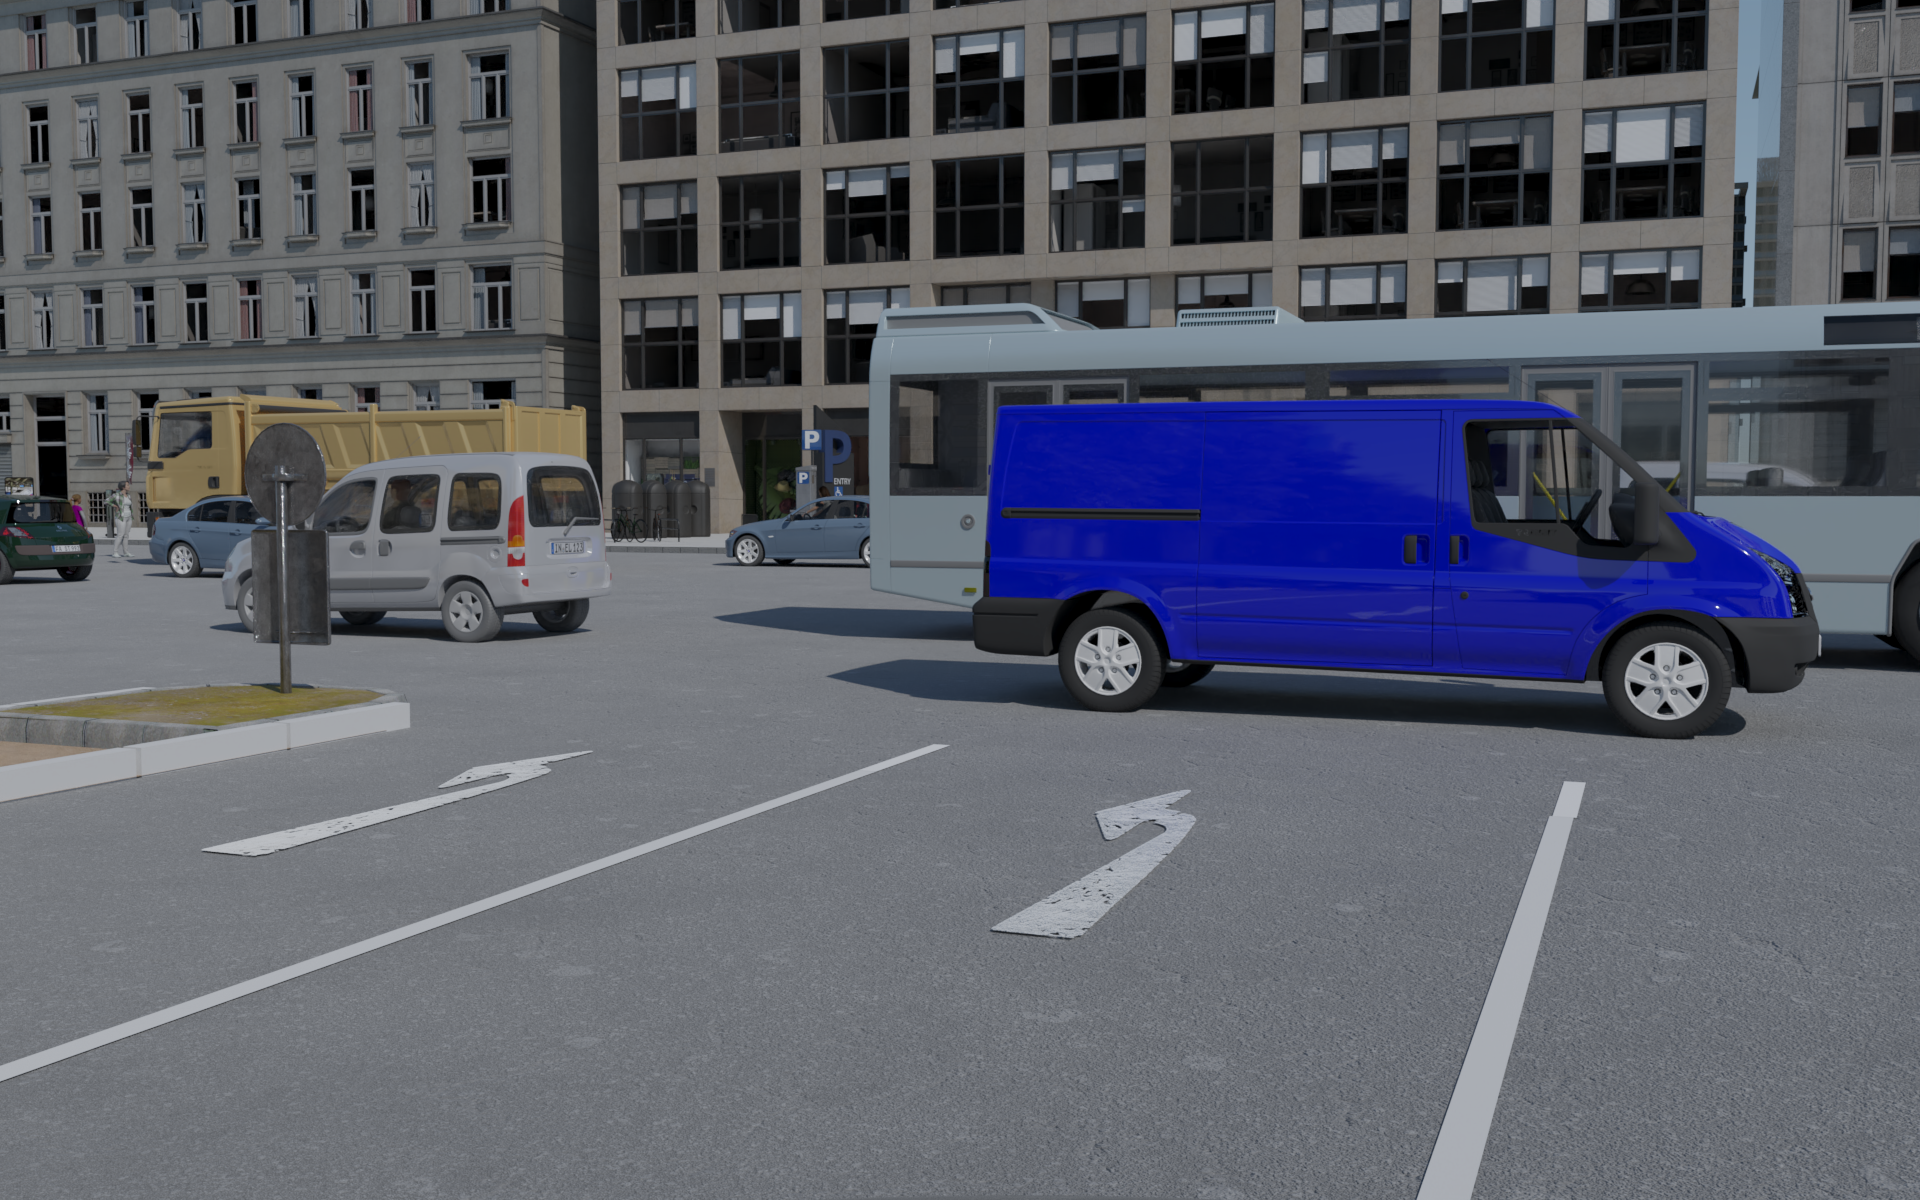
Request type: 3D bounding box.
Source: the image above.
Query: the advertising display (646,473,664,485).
[{"bbox_3d":[-9.589,-3.012,54.464,0.123,1.923,0.974,-3,5,-39],"label":"advertising display"}]

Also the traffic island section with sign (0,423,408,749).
[{"bbox_3d":[-4.563,-0.151,10.600,2.006,1.907,1.989,1,4,22],"label":"traffic island section with sign"}]

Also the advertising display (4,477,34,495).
[{"bbox_3d":[-35.605,-3.693,65.590,0.974,1.923,0.123,-1,4,-20],"label":"advertising display"}]

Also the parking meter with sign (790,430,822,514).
[{"bbox_3d":[-4.124,-3.051,46.138,0.543,3.016,1.738,1,4,8],"label":"parking meter with sign"}]

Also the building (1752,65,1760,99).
[{"bbox_3d":[104.544,-37.081,195.515,27.495,52.752,28.713,1,4,22],"label":"building"}]

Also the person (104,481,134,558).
[{"bbox_3d":[-18.985,-1.837,39.253,0.376,1.734,0.841,1,4,16],"label":"person"}]

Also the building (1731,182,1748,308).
[{"bbox_3d":[80.794,-31.538,207.525,23.993,40.220,32.217,1,4,22],"label":"building"}]

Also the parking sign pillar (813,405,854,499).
[{"bbox_3d":[-3.844,-3.934,52.795,1.447,3.967,1.447,3,5,43],"label":"parking sign pillar"}]

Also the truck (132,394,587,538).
[{"bbox_3d":[-12.211,-2.349,34.331,9.791,3.379,3.469,1,4,21],"label":"truck"}]

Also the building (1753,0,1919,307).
[{"bbox_3d":[32.054,-13.896,45.216,19.932,24.808,12.078,1,4,22],"label":"building"}]

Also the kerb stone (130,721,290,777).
[{"bbox_3d":[-4.006,0.792,9.240,0.120,0.150,1.000,1,4,22],"label":"kerb stone"}]

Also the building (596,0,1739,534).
[{"bbox_3d":[7.541,-15.569,59.067,34.151,26.468,19.350,1,4,22],"label":"building"}]

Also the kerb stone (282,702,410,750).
[{"bbox_3d":[-3.620,0.734,10.191,0.120,0.150,1.000,1,4,22],"label":"kerb stone"}]

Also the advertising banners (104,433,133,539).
[{"bbox_3d":[-24.270,-3.291,50.002,2.074,3.025,0.090,3,5,43],"label":"advertising banners"}]

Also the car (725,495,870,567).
[{"bbox_3d":[-2.491,-1.372,34.432,4.499,1.417,2.014,1,4,21],"label":"car"}]

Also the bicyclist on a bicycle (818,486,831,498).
[{"bbox_3d":[-3.063,-1.729,38.290,1.625,1.676,1.499,1,4,22],"label":"bicyclist on a bicycle"}]

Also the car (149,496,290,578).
[{"bbox_3d":[-11.797,-1.093,29.869,4.499,1.417,2.014,1,4,21],"label":"car"}]

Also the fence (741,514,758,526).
[{"bbox_3d":[-6.261,-2.207,51.458,0.278,0.683,2.069,-1,4,-20],"label":"fence"}]

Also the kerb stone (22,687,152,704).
[{"bbox_3d":[-5.558,0.683,11.025,0.120,0.150,1.000,1,4,22],"label":"kerb stone"}]

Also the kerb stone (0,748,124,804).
[{"bbox_3d":[-4.395,0.852,8.288,0.120,0.150,1.000,1,4,22],"label":"kerb stone"}]

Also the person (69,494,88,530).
[{"bbox_3d":[-17.716,-1.427,35.069,0.726,1.434,0.776,2,4,27],"label":"person"}]

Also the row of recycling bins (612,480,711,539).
[{"bbox_3d":[-8.678,-2.668,50.740,1.069,1.692,3.534,3,4,37],"label":"row of recycling bins"}]

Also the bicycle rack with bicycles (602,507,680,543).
[{"bbox_3d":[-8.769,-2.030,46.572,2.852,0.926,2.925,-2,4,-27],"label":"bicycle rack with bicycles"}]

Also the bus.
[{"bbox_3d":[5.747,-1.277,15.743,13.247,3.499,2.948,1,4,21],"label":"bus"}]

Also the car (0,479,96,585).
[{"bbox_3d":[-16.204,-1.142,28.454,4.222,1.686,2.009,1,4,22],"label":"car"}]

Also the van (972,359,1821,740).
[{"bbox_3d":[2.818,-0.437,11.534,5.245,2.365,2.240,1,4,22],"label":"van"}]

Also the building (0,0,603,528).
[{"bbox_3d":[-24.459,-14.489,70.177,30.059,22.955,16.112,1,4,22],"label":"building"}]

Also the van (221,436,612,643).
[{"bbox_3d":[-5.677,-0.665,17.891,4.112,2.044,2.013,2,4,23],"label":"van"}]

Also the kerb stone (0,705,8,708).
[{"bbox_3d":[-5.930,0.742,10.068,0.120,0.150,1.000,1,4,22],"label":"kerb stone"}]
